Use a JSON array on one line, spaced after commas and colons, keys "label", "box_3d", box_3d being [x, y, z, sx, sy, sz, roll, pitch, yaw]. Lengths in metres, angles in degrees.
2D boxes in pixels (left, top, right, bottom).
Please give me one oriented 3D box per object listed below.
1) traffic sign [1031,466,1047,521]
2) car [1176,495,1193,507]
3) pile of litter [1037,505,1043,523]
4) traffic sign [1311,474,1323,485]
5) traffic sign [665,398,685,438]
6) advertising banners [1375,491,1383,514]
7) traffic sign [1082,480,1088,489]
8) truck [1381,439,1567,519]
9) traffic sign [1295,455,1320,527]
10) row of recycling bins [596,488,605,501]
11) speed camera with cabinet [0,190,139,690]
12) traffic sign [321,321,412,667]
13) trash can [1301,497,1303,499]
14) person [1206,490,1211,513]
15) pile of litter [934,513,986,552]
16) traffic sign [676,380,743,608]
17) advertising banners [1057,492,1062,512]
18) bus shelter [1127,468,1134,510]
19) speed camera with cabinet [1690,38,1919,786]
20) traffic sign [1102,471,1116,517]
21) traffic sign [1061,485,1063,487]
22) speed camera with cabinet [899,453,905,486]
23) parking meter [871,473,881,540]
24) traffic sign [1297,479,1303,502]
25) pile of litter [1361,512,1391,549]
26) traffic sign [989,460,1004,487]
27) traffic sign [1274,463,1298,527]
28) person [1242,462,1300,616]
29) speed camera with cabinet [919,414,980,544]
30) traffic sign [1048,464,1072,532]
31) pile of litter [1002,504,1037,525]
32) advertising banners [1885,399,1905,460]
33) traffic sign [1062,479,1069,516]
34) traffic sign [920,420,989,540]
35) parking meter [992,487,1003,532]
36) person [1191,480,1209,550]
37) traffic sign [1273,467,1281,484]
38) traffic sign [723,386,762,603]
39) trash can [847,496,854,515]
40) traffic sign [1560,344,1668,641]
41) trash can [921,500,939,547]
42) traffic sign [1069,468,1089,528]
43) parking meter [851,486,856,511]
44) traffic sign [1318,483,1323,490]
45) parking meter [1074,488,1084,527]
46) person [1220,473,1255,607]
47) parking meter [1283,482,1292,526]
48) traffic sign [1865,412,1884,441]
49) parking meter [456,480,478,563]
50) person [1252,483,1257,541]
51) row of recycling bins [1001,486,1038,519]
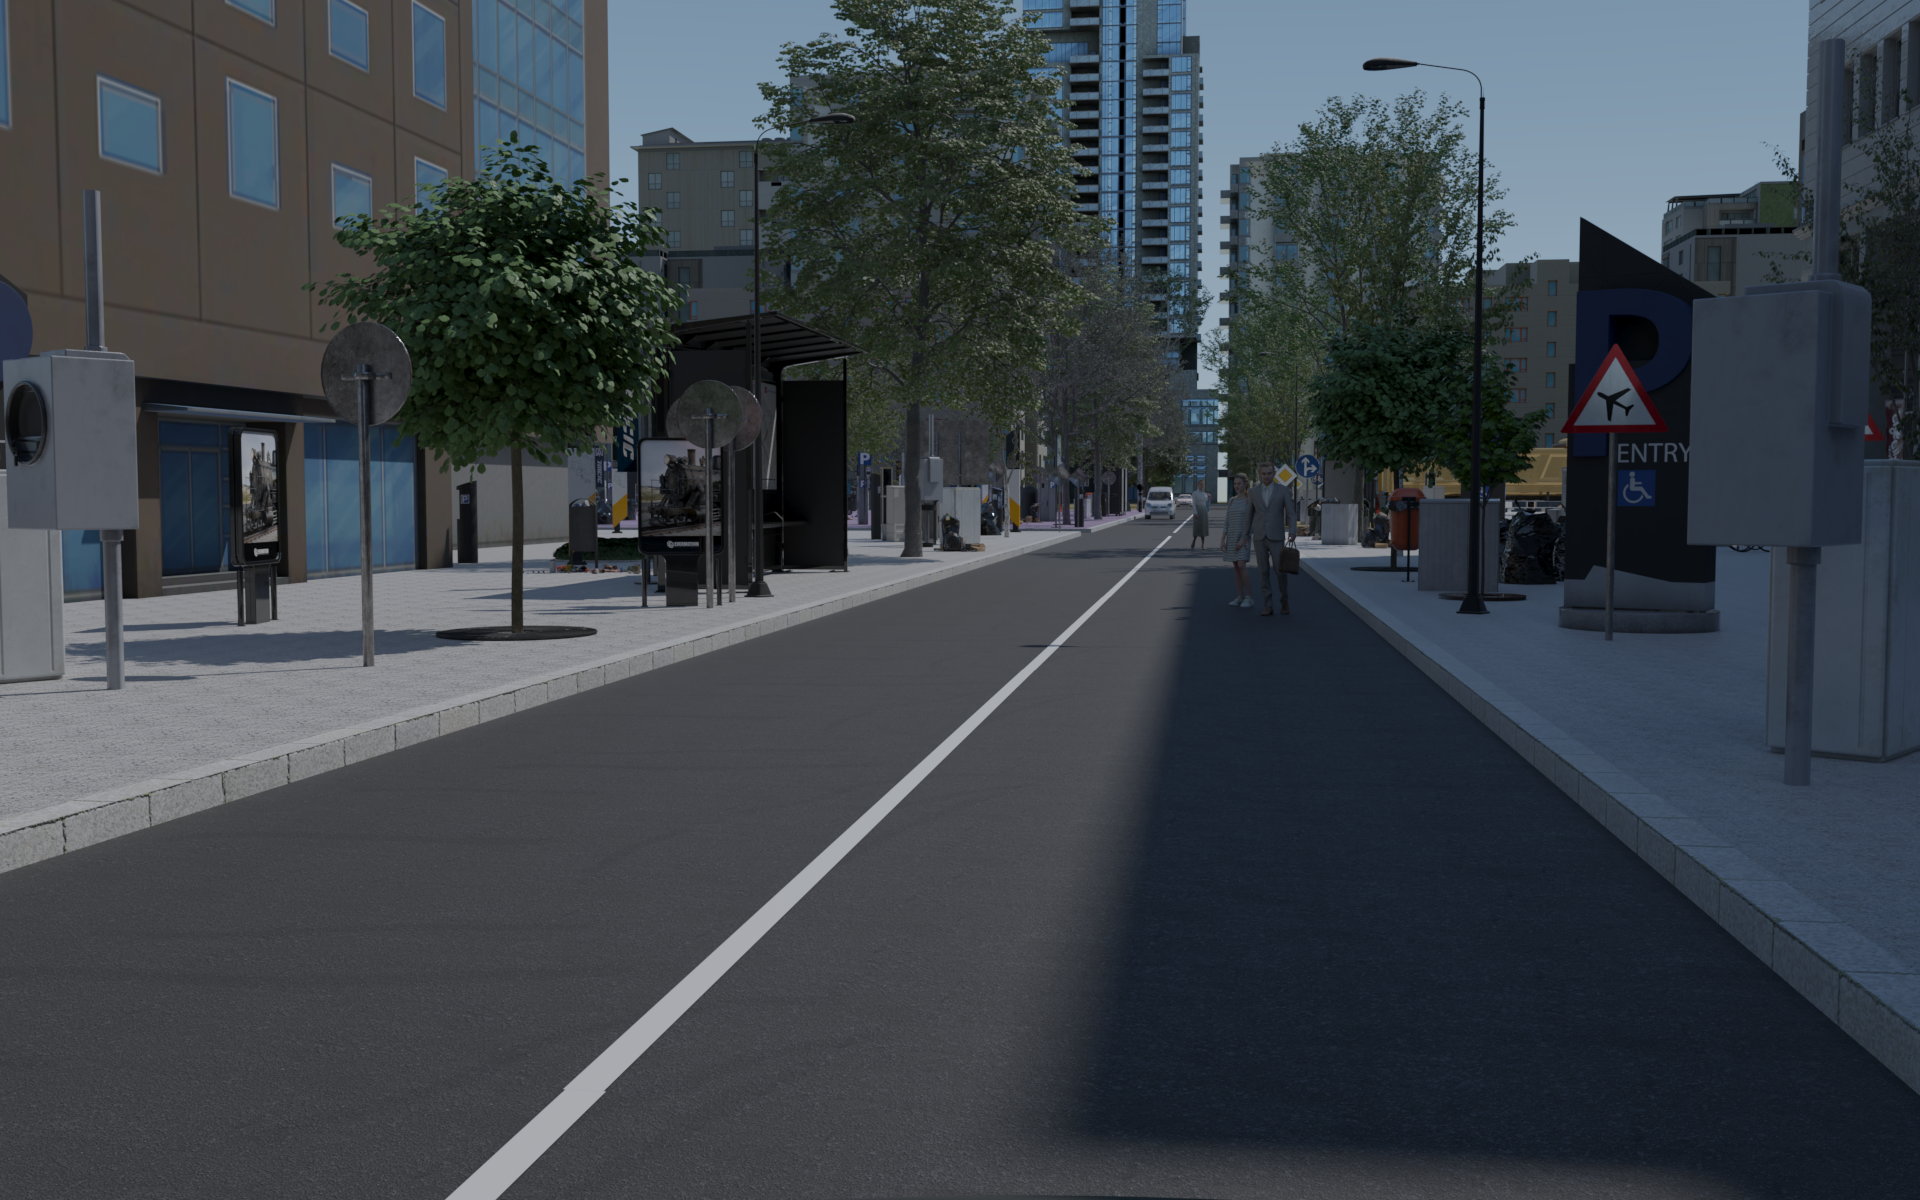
[{"label": "traffic sign", "box_3d": [3.607, -4.842, 79.279, 0.768, 2.556, 0.104, 1, 4, 15]}, {"label": "car", "box_3d": [25.448, -11.214, 195.709, 2.083, 1.381, 4.827, 1, 4, 10]}, {"label": "pile of litter", "box_3d": [3.130, -3.912, 77.923, 1.176, 0.858, 1.719, 0, 4, 3]}, {"label": "traffic sign", "box_3d": [20.793, -6.161, 100.832, 0.768, 2.556, 0.104, 1, 4, 9]}, {"label": "traffic sign", "box_3d": [-3.381, -1.340, 22.022, 0.768, 2.556, 0.104, 1, 4, 9]}, {"label": "advertising banners", "box_3d": [23.339, -6.155, 96.825, 2.074, 3.025, 0.090, -3, 5, -44]}, {"label": "traffic sign", "box_3d": [6.651, -5.617, 93.967, 0.606, 2.300, 0.079, 1, 4, 15]}, {"label": "truck", "box_3d": [19.631, -3.896, 59.631, 9.791, 3.379, 3.469, 1, 4, 8]}, {"label": "traffic sign", "box_3d": [11.213, -3.415, 55.937, 0.768, 2.556, 0.104, 1, 4, 12]}, {"label": "row of recycling bins", "box_3d": [-23.741, -6.303, 110.168, 3.534, 1.692, 1.069, 1, 4, 19]}, {"label": "speed camera with cabinet", "box_3d": [-6.321, -1.059, 11.654, 2.038, 3.252, 0.660, 3, 4, 37]}, {"label": "traffic sign", "box_3d": [-4.403, -0.777, 12.818, 0.768, 2.556, 0.104, 1, 4, 16]}, {"label": "trash can", "box_3d": [19.794, -5.337, 98.917, 0.748, 1.137, 0.748, 0, 3, 0]}, {"label": "person", "box_3d": [18.509, -7.335, 129.269, 0.563, 1.720, 0.643, 3, 5, 43]}, {"label": "pile of litter", "box_3d": [0.003, -1.540, 39.138, 1.176, 0.858, 1.719, 0, 4, -5]}, {"label": "traffic sign", "box_3d": [-2.810, -1.179, 19.380, 0.768, 2.556, 0.104, 1, 4, 9]}, {"label": "advertising banners", "box_3d": [7.033, -7.655, 121.345, 0.090, 3.025, 2.074, 2, 4, 24]}, {"label": "bus shelter", "box_3d": [11.151, -7.829, 121.933, 2.014, 3.302, 5.546, 1, 4, 8]}, {"label": "speed camera with cabinet", "box_3d": [4.148, -0.853, 8.279, 0.660, 3.252, 2.038, 3, 5, 44]}, {"label": "traffic sign", "box_3d": [8.259, -5.876, 96.171, 0.768, 2.556, 0.104, 1, 4, 13]}, {"label": "traffic sign", "box_3d": [5.579, -5.805, 97.040, 0.606, 2.300, 0.079, 1, 4, 10]}, {"label": "speed camera with cabinet", "box_3d": [-2.381, -5.372, 82.172, 0.660, 3.252, 2.038, -1, 4, -14]}, {"label": "parking meter", "box_3d": [-2.296, -2.641, 48.894, 0.399, 1.863, 0.255, -2, 4, -32]}, {"label": "traffic sign", "box_3d": [25.496, -7.926, 130.767, 0.795, 2.450, 0.064, 1, 4, 9]}, {"label": "pile of litter", "box_3d": [10.303, -1.678, 41.397, 1.719, 0.858, 1.176, -2, 4, -24]}, {"label": "traffic sign", "box_3d": [1.191, -3.511, 58.598, 0.795, 2.450, 0.064, 1, 4, 15]}, {"label": "traffic sign", "box_3d": [10.649, -3.250, 56.775, 0.795, 2.450, 0.064, 1, 4, 8]}, {"label": "person", "box_3d": [3.674, -0.725, 20.468, 0.709, 1.813, 0.853, 1, 4, 19]}, {"label": "speed camera with cabinet", "box_3d": [-0.372, -3.019, 43.700, 0.660, 3.252, 2.038, 3, 5, 44]}, {"label": "traffic sign", "box_3d": [3.336, -3.317, 57.867, 0.795, 2.450, 0.064, 1, 4, 8]}, {"label": "pile of litter", "box_3d": [2.144, -3.624, 73.216, 1.719, 0.858, 1.176, -1, 4, -21]}, {"label": "advertising banners", "box_3d": [17.384, -2.147, 31.283, 0.090, 3.025, 2.074, -1, 4, -9]}, {"label": "traffic sign", "box_3d": [6.129, -6.307, 103.223, 0.768, 2.556, 0.104, 1, 4, 12]}, {"label": "traffic sign", "box_3d": [-0.326, -3.290, 47.670, 2.265, 3.308, 0.079, 1, 4, 14]}, {"label": "parking meter", "box_3d": [1.249, -3.046, 58.207, 0.372, 1.533, 0.369, 0, 3, 0]}, {"label": "person", "box_3d": [6.156, -2.198, 44.658, 0.478, 1.798, 0.641, -1, 4, -16]}, {"label": "traffic sign", "box_3d": [11.812, -3.733, 64.675, 0.795, 2.450, 0.064, 1, 4, 8]}, {"label": "traffic sign", "box_3d": [-2.699, -1.243, 20.432, 0.768, 2.556, 0.104, 1, 4, 16]}, {"label": "trash can", "box_3d": [-6.853, -5.742, 105.530, 0.748, 1.137, 0.748, 0, 3, 0]}, {"label": "traffic sign", "box_3d": [5.685, -0.923, 15.101, 0.884, 2.594, 0.081, 1, 4, 13]}, {"label": "trash can", "box_3d": [-0.873, -1.851, 41.920, 0.748, 1.137, 0.748, 0, 3, 0]}, {"label": "traffic sign", "box_3d": [4.499, -3.800, 65.768, 0.795, 2.450, 0.064, 1, 4, 8]}, {"label": "parking meter", "box_3d": [-7.918, -7.512, 128.538, 0.255, 1.863, 0.399, -3, 4, -38]}, {"label": "traffic sign", "box_3d": [22.103, -6.460, 106.812, 0.795, 2.450, 0.064, 1, 4, 14]}, {"label": "parking meter", "box_3d": [4.608, -3.575, 66.870, 0.372, 1.533, 0.369, 0, 3, 0]}, {"label": "person", "box_3d": [3.596, -0.775, 22.174, 0.512, 1.701, 0.522, 3, 5, 44]}, {"label": "parking meter", "box_3d": [13.011, -3.870, 68.993, 0.399, 1.863, 0.255, -3, 5, -45]}, {"label": "traffic sign", "box_3d": [8.844, -1.072, 17.536, 0.884, 2.594, 0.081, 1, 4, 16]}, {"label": "parking meter", "box_3d": [-9.162, -1.455, 32.200, 0.372, 1.533, 0.369, 0, 3, 0]}, {"label": "person", "box_3d": [9.039, -2.692, 52.850, 0.599, 1.781, 0.374, -2, 4, -30]}, {"label": "row of recycling bins", "box_3d": [3.169, -4.769, 85.086, 1.069, 1.692, 3.534, -3, 5, -41]}]
